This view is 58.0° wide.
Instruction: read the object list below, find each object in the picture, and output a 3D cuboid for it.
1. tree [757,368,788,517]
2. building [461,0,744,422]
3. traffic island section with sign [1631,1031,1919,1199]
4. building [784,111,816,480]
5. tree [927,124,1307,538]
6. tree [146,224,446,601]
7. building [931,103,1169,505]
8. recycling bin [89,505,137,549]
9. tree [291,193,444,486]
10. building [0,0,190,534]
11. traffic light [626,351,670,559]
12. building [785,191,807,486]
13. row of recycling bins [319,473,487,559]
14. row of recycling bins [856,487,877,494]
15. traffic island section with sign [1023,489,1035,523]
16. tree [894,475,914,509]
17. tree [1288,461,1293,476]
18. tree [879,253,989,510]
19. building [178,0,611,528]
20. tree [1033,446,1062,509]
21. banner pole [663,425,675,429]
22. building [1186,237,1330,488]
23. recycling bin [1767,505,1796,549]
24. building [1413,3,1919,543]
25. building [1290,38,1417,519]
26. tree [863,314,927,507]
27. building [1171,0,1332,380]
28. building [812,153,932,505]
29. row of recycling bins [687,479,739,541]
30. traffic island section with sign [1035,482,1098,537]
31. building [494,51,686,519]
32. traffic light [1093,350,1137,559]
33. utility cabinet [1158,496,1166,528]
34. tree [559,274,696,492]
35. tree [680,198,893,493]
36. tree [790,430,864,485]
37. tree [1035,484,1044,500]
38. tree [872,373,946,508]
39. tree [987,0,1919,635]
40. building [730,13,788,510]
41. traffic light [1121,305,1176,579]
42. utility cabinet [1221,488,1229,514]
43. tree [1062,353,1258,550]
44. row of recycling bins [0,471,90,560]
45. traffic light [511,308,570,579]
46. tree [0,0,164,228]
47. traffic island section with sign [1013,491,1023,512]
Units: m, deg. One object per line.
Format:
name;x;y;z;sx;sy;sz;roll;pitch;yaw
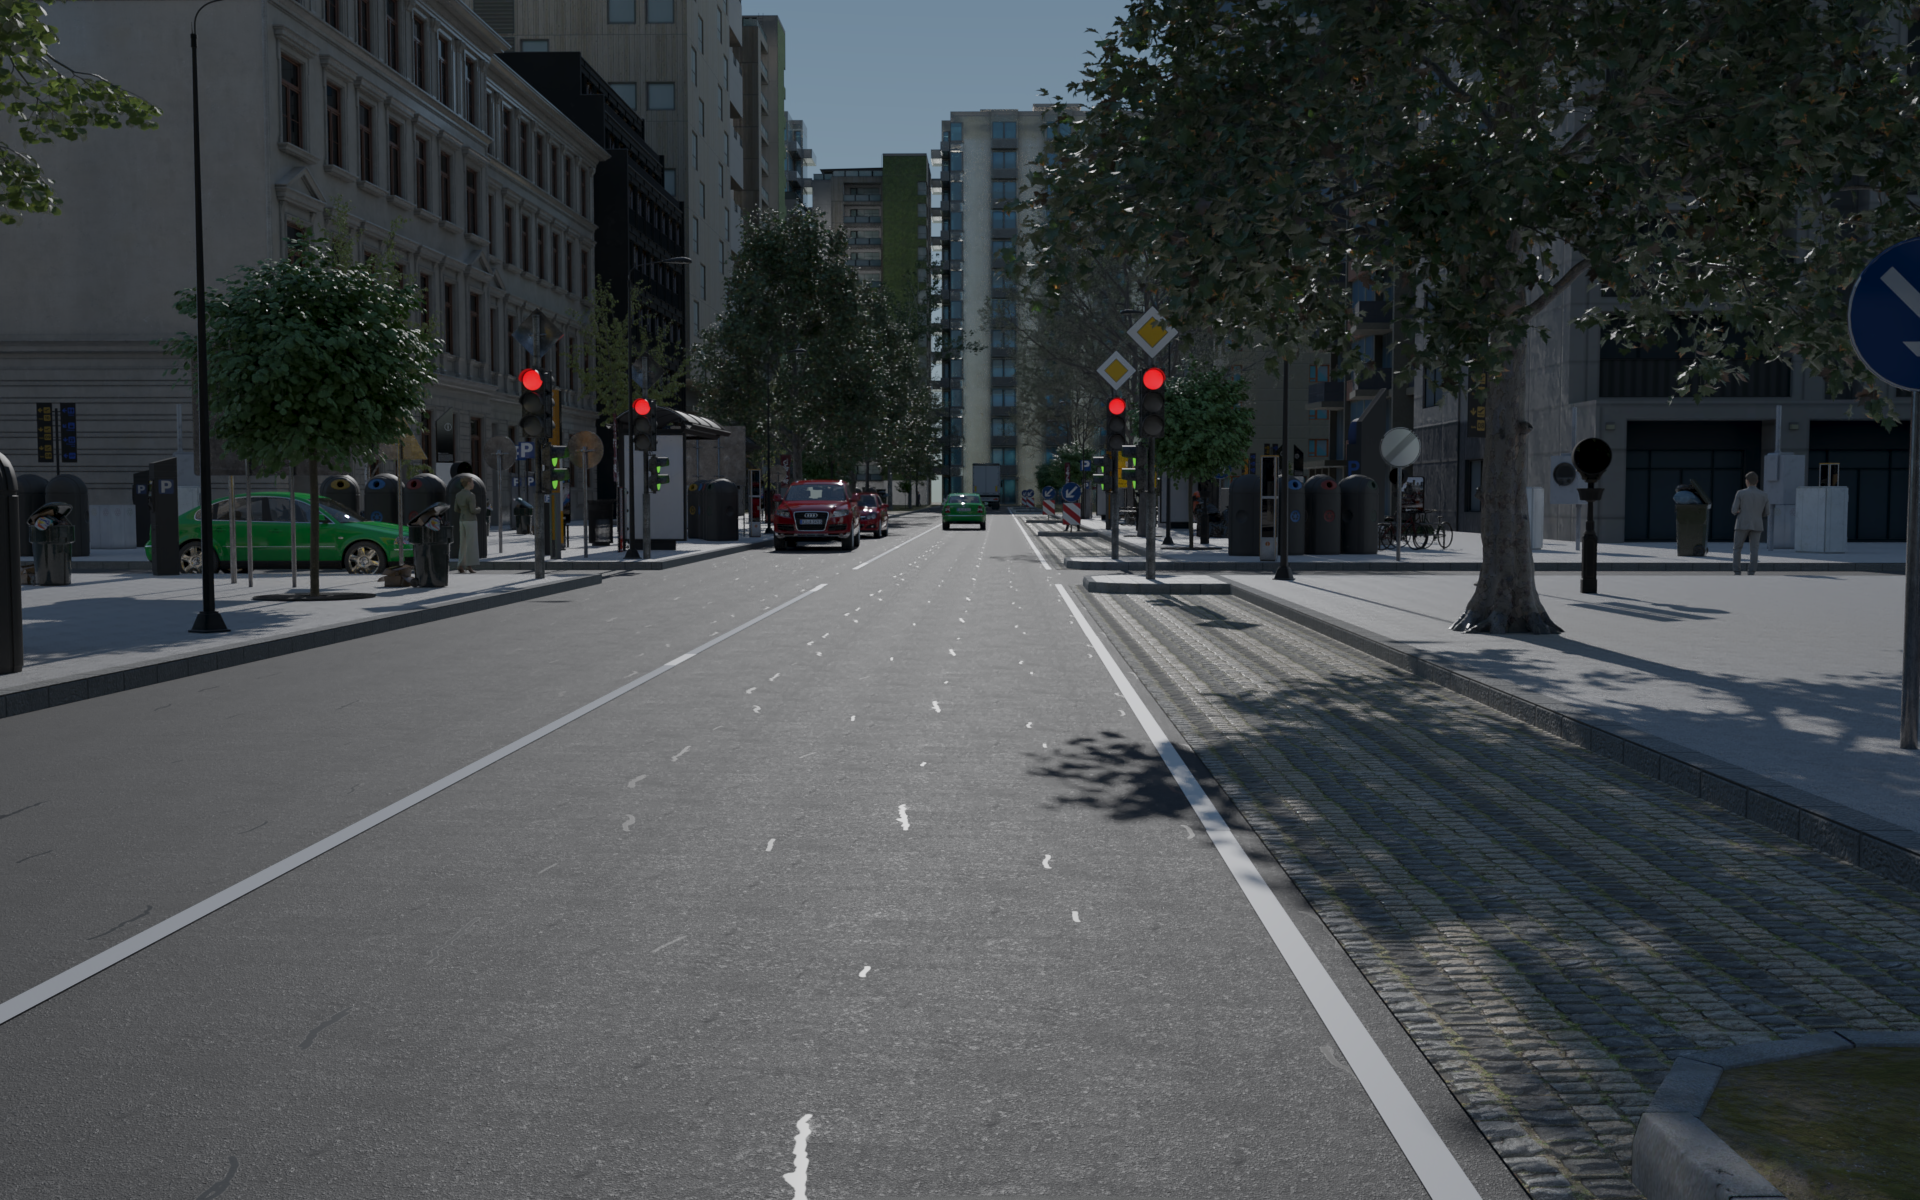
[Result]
tree;-11.014;-9.057;98.440;4.360;8.622;3.978;0;3;0
building;-30.322;-32.635;122.815;28.713;52.752;27.495;0;4;1
traffic island section with sign;2.374;0.339;3.086;1.989;1.847;2.006;0;4;1
building;-33.007;-36.452;215.604;30.456;49.044;23.786;0;4;1
tree;5.600;-8.620;51.306;12.009;13.543;11.850;0;3;0
tree;-8.035;-2.293;21.200;4.285;4.588;4.351;0;3;0
building;11.798;-36.426;215.176;30.456;49.044;23.786;0;4;1
recycling bin;-19.803;-1.709;40.491;0.722;1.027;0.722;1;4;22
tree;-14.599;-5.638;42.550;4.737;8.622;4.395;0;3;0
building;-22.922;-13.399;55.224;11.583;22.565;21.152;0;4;1
traffic light;-6.177;-2.766;34.149;0.839;4.253;0.868;0;4;1
building;-21.811;-24.218;167.666;14.107;30.474;14.160;0;4;1
row of recycling bins;-11.213;-1.699;34.893;3.534;1.692;1.069;1;4;9
row of recycling bins;-6.694;-5.970;104.730;3.534;1.692;1.069;1;4;14
traffic island section with sign;4.253;-4.708;85.610;1.989;1.847;2.006;0;4;1
tree;-4.592;-9.263;146.050;1.663;3.219;1.824;0;3;0
tree;16.588;-5.713;88.010;1.663;3.219;1.824;0;3;0
tree;-4.144;-17.077;135.096;12.611;20.169;13.585;0;3;0
building;-23.407;-14.691;76.353;11.583;22.565;21.152;0;4;1
tree;6.762;-7.187;101.221;4.285;4.588;4.351;0;3;0
banner pole;-9.494;-4.011;55.599;0.863;3.779;0.401;2;4;26
building;32.280;-17.482;130.866;27.650;21.520;28.899;0;4;1
recycling bin;19.343;-1.718;40.635;0.722;1.027;0.722;2;4;25
building;27.040;-37.595;52.935;20.611;71.187;20.563;0;4;1
building;29.108;-26.279;84.283;22.147;44.769;28.867;0;4;1
tree;-5.750;-12.005;106.657;12.009;13.543;11.850;0;3;0
building;29.900;-37.694;158.300;21.231;58.520;28.212;0;4;1
building;-10.584;-32.240;210.725;14.086;41.232;14.154;0;4;1
row of recycling bins;-6.927;-2.546;48.735;1.069;1.692;3.534;-1;4;-19
traffic island section with sign;3.637;-3.060;58.662;1.989;1.847;2.006;0;4;1
building;-22.656;-16.242;95.240;12.332;23.373;15.834;0;4;1
traffic light;3.033;-2.754;33.957;0.839;4.253;0.868;0;4;1
utility cabinet;8.046;-3.361;66.116;1.020;1.237;0.306;3;5;41
tree;-11.402;-6.636;58.867;4.737;8.622;4.395;0;3;0
tree;-6.446;-9.205;67.506;9.611;12.733;9.660;0;3;0
tree;-6.135;-5.879;79.837;4.285;4.588;4.351;0;3;0
tree;8.895;-11.545;183.354;1.663;3.219;1.824;0;3;0
tree;-4.859;-14.431;154.074;7.486;12.596;7.792;0;3;0
tree;4.999;-6.046;15.862;9.611;12.733;9.660;0;3;0
building;-22.212;-28.143;143.740;14.154;41.232;14.086;0;4;1
traffic light;2.852;-2.266;25.974;0.839;4.253;0.868;0;4;1
utility cabinet;9.815;-3.349;63.428;1.173;1.500;0.318;-2;4;-34
tree;5.420;-3.457;40.241;4.285;4.588;4.351;0;3;0
row of recycling bins;-19.585;-1.771;36.067;3.534;1.692;1.069;2;4;23
traffic light;-6.357;-2.278;26.166;0.839;4.253;0.868;0;4;1
tree;-7.832;-5.589;9.501;7.486;12.596;7.792;0;3;0
traffic island section with sign;5.384;-7.778;135.798;1.989;1.847;2.006;0;4;1
